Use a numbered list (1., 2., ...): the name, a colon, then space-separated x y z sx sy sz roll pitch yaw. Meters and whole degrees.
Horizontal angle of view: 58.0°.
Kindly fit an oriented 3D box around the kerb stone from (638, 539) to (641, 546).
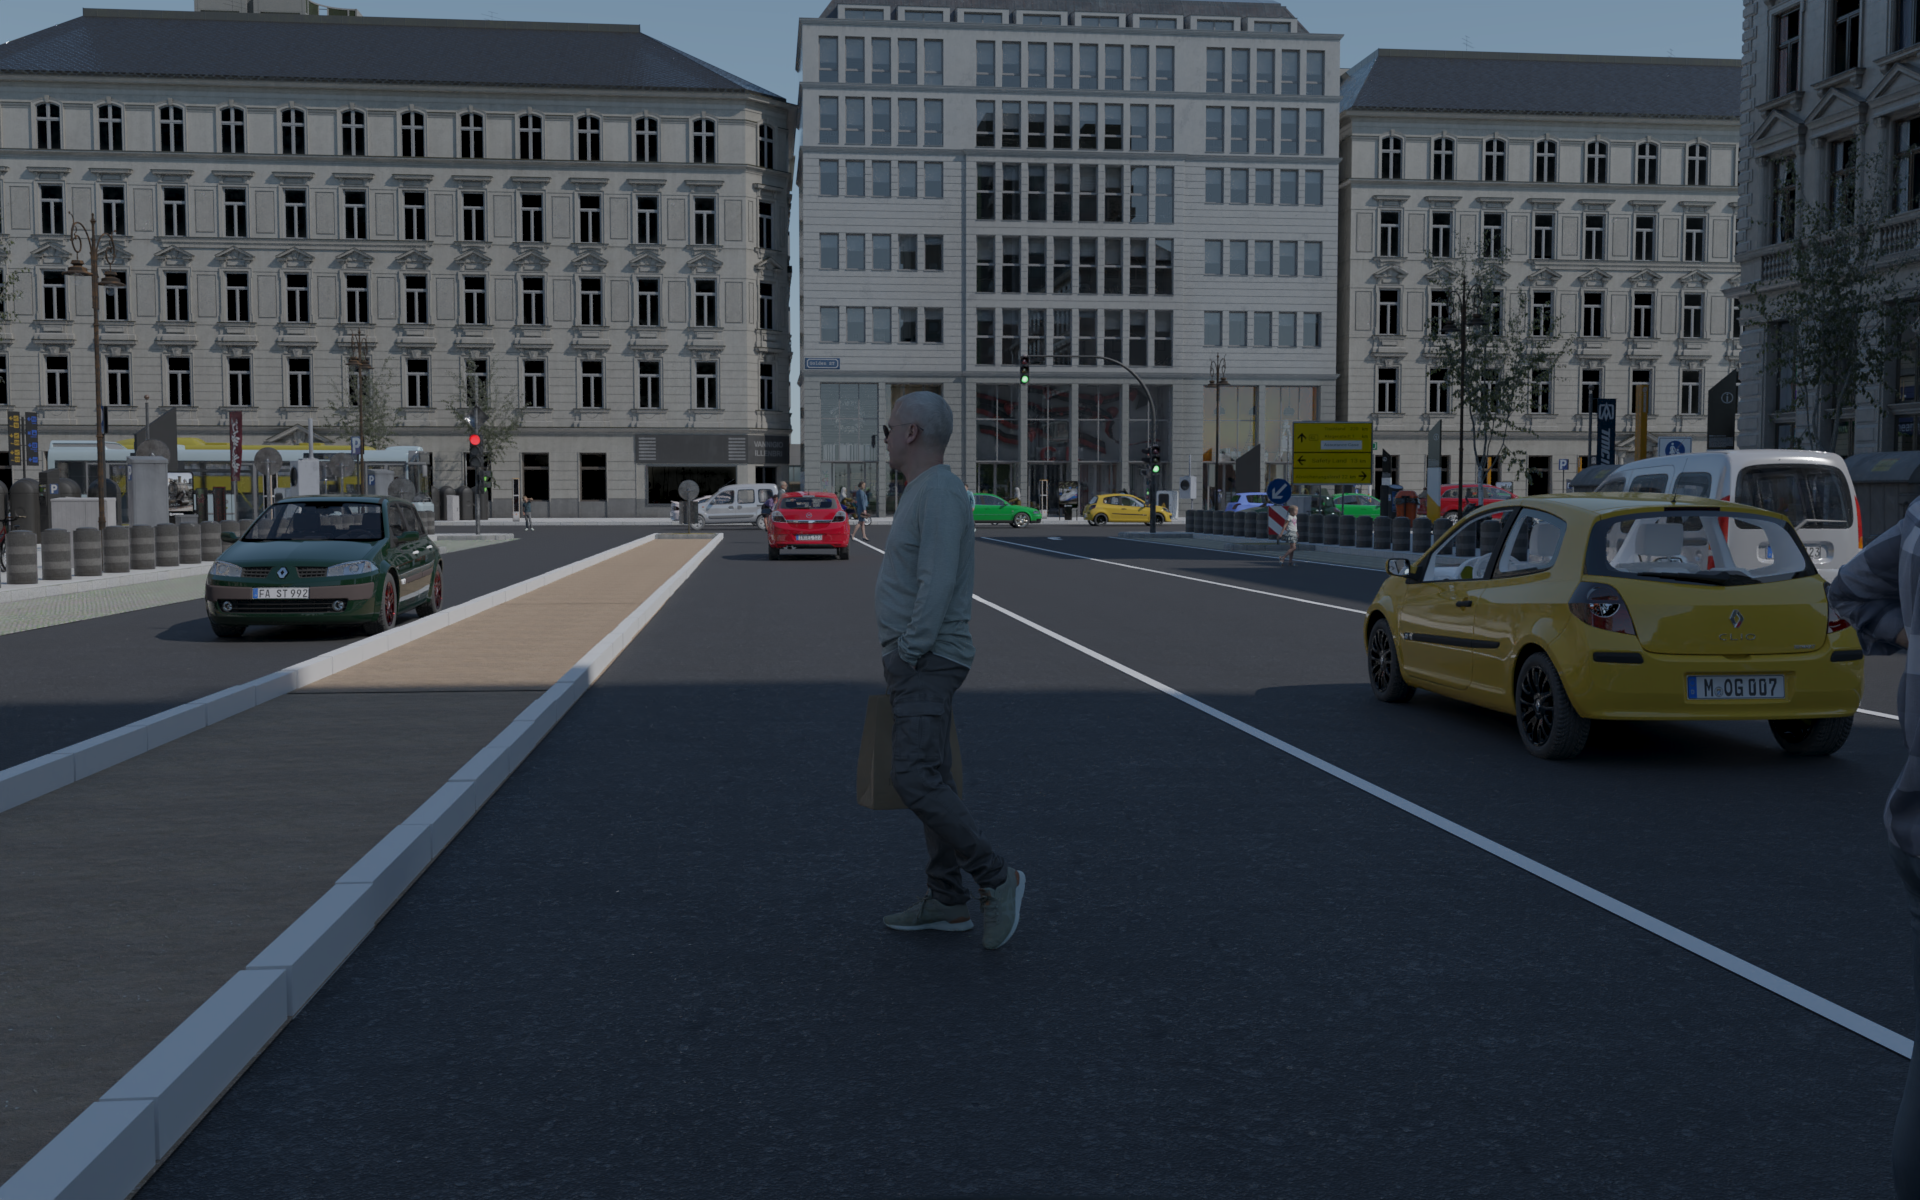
1. kerb stone: -8.807 -1.510 46.886 0.120 0.150 1.000 0 4 -6

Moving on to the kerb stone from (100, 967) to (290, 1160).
1. kerb stone: -1.826 1.104 4.188 0.120 0.150 1.000 0 4 -6

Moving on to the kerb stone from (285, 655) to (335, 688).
1. kerb stone: -4.961 0.556 13.171 0.120 0.150 1.000 0 4 -6

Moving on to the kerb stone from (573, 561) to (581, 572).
1. kerb stone: -7.060 -0.570 31.562 0.120 0.150 1.000 0 4 -6

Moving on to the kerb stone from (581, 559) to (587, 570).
1. kerb stone: -7.178 -0.635 32.580 0.120 0.150 1.000 0 4 -6

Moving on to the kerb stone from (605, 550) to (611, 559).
1. kerb stone: -7.750 -0.946 37.676 0.120 0.150 1.000 0 4 -6

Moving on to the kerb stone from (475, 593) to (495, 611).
1. kerb stone: -5.899 0.053 21.337 0.120 0.150 1.000 0 4 -6

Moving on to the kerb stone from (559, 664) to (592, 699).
1. kerb stone: -2.757 0.601 12.364 0.120 0.150 1.000 0 4 -6

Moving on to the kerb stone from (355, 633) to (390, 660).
1. kerb stone: -5.195 0.427 15.209 0.120 0.150 1.000 0 4 -6

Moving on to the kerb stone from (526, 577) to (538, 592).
1. kerb stone: -6.354 -0.198 25.430 0.120 0.150 1.000 0 4 -6

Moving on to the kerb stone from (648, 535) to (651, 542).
1. kerb stone: -9.273 -1.758 50.983 0.120 0.150 1.000 0 4 -6

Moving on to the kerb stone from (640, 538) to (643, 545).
1. kerb stone: -8.928 -1.573 47.911 0.120 0.150 1.000 0 4 -6

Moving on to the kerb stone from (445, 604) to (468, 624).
1. kerb stone: -5.663 0.177 19.295 0.120 0.150 1.000 0 4 -6

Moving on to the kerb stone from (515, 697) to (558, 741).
1. kerb stone: -2.529 0.726 10.319 0.120 0.150 1.000 0 4 -6

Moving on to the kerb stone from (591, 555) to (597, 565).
1. kerb stone: -7.407 -0.759 34.619 0.120 0.150 1.000 0 4 -6

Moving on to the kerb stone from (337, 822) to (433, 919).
1. kerb stone: -2.060 0.977 6.225 0.120 0.150 1.000 0 4 -6

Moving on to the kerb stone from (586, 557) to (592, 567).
1. kerb stone: -7.294 -0.690 33.600 0.120 0.150 1.000 0 4 -6

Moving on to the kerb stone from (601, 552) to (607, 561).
1. kerb stone: -7.640 -0.884 36.656 0.120 0.150 1.000 0 4 -6

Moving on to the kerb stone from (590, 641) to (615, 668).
1. kerb stone: -2.995 0.476 14.409 0.120 0.150 1.000 0 4 -6

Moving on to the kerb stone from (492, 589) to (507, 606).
1. kerb stone: -6.011 -0.010 22.356 0.120 0.150 1.000 0 4 -6

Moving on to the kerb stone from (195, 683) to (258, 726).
1. kerb stone: -4.733 0.677 11.121 0.120 0.150 1.000 0 4 -6

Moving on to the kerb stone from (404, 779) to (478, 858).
1. kerb stone: -2.174 0.918 7.249 0.120 0.150 1.000 0 4 -6

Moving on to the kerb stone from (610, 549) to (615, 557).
1. kerb stone: -7.877 -1.010 38.709 0.120 0.150 1.000 0 4 -6

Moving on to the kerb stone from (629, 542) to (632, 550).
1. kerb stone: -8.461 -1.323 43.826 0.120 0.150 1.000 0 4 -6

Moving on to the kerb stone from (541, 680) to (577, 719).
1. kerb stone: -2.642 0.671 11.339 0.120 0.150 1.000 0 4 -6

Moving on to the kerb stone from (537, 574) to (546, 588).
1. kerb stone: -6.482 -0.257 26.459 0.120 0.150 1.000 0 4 -6

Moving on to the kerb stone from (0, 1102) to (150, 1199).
1. kerb stone: -1.710 1.164 3.169 0.120 0.150 1.000 0 4 -6

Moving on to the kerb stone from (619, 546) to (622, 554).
1. kerb stone: -8.110 -1.135 40.753 0.120 0.150 1.000 0 4 -6

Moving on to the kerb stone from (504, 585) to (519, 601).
1. kerb stone: -6.123 -0.073 23.392 0.120 0.150 1.000 0 4 -6

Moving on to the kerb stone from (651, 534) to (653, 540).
1. kerb stone: -9.384 -1.821 52.002 0.120 0.150 1.000 0 4 -6

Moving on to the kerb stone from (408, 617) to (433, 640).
1. kerb stone: -5.429 0.307 17.254 0.120 0.150 1.000 0 4 -6

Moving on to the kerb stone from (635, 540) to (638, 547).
1. kerb stone: -8.694 -1.445 45.867 0.120 0.150 1.000 0 4 -6

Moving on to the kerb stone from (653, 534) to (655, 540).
1. kerb stone: -9.512 -1.885 53.019 0.120 0.150 1.000 0 4 -6

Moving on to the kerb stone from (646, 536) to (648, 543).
1. kerb stone: -9.159 -1.698 49.954 0.120 0.150 1.000 0 4 -6

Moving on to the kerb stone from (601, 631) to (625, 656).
1. kerb stone: -3.111 0.413 15.439 0.120 0.150 1.000 0 4 -6

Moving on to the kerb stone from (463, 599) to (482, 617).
1. kerb stone: -5.777 0.119 20.314 0.120 0.150 1.000 0 4 -6

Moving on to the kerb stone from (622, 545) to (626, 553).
1. kerb stone: -8.219 -1.197 41.773 0.120 0.150 1.000 0 4 -6

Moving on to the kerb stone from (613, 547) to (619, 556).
1. kerb stone: -7.993 -1.072 39.735 0.120 0.150 1.000 0 4 -6

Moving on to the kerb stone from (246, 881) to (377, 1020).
1. kerb stone: -1.935 1.039 5.207 0.120 0.150 1.000 0 4 -6

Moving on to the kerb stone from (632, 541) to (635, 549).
1. kerb stone: -8.570 -1.386 44.849 0.120 0.150 1.000 0 4 -6

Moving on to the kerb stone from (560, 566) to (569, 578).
1. kerb stone: -6.831 -0.448 29.522 0.120 0.150 1.000 0 4 -6

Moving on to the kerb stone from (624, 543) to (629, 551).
1. kerb stone: -8.337 -1.260 42.806 0.120 0.150 1.000 0 4 -6

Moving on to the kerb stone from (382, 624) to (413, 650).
1. kerb stone: -5.312 0.365 16.235 0.120 0.150 1.000 0 4 -6

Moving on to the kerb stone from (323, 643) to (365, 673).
1. kerb stone: -5.076 0.490 14.191 0.120 0.150 1.000 0 4 -6

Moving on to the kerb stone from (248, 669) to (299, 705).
1. kerb stone: -4.850 0.624 12.141 0.120 0.150 1.000 0 4 -6

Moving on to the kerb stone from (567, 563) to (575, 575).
1. kerb stone: -6.951 -0.506 30.540 0.120 0.150 1.000 0 4 -6

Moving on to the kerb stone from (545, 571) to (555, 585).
1. kerb stone: -6.589 -0.320 27.478 0.120 0.150 1.000 0 4 -6

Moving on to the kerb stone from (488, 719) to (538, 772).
1. kerb stone: -2.407 0.790 9.301 0.120 0.150 1.000 0 4 -6

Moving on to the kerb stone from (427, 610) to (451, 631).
1. kerb stone: -5.551 0.244 18.272 0.120 0.150 1.000 0 4 -6

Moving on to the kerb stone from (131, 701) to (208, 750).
1. kerb stone: -4.619 0.740 10.091 0.120 0.150 1.000 0 4 -6

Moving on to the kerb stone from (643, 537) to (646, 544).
1. kerb stone: -9.038 -1.635 48.930 0.120 0.150 1.000 0 4 -6

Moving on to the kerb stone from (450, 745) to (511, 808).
1. kerb stone: -2.293 0.851 8.282 0.120 0.150 1.000 0 4 -6

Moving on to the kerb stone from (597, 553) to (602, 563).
1. kerb stone: -7.525 -0.818 35.637 0.120 0.150 1.000 0 4 -6

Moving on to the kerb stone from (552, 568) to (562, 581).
1. kerb stone: -6.711 -0.386 28.504 0.120 0.150 1.000 0 4 -6

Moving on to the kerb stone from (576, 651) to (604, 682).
1. kerb stone: -2.877 0.539 13.390 0.120 0.150 1.000 0 4 -6

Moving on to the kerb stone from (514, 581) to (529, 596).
1. kerb stone: -6.244 -0.135 24.410 0.120 0.150 1.000 0 4 -6
